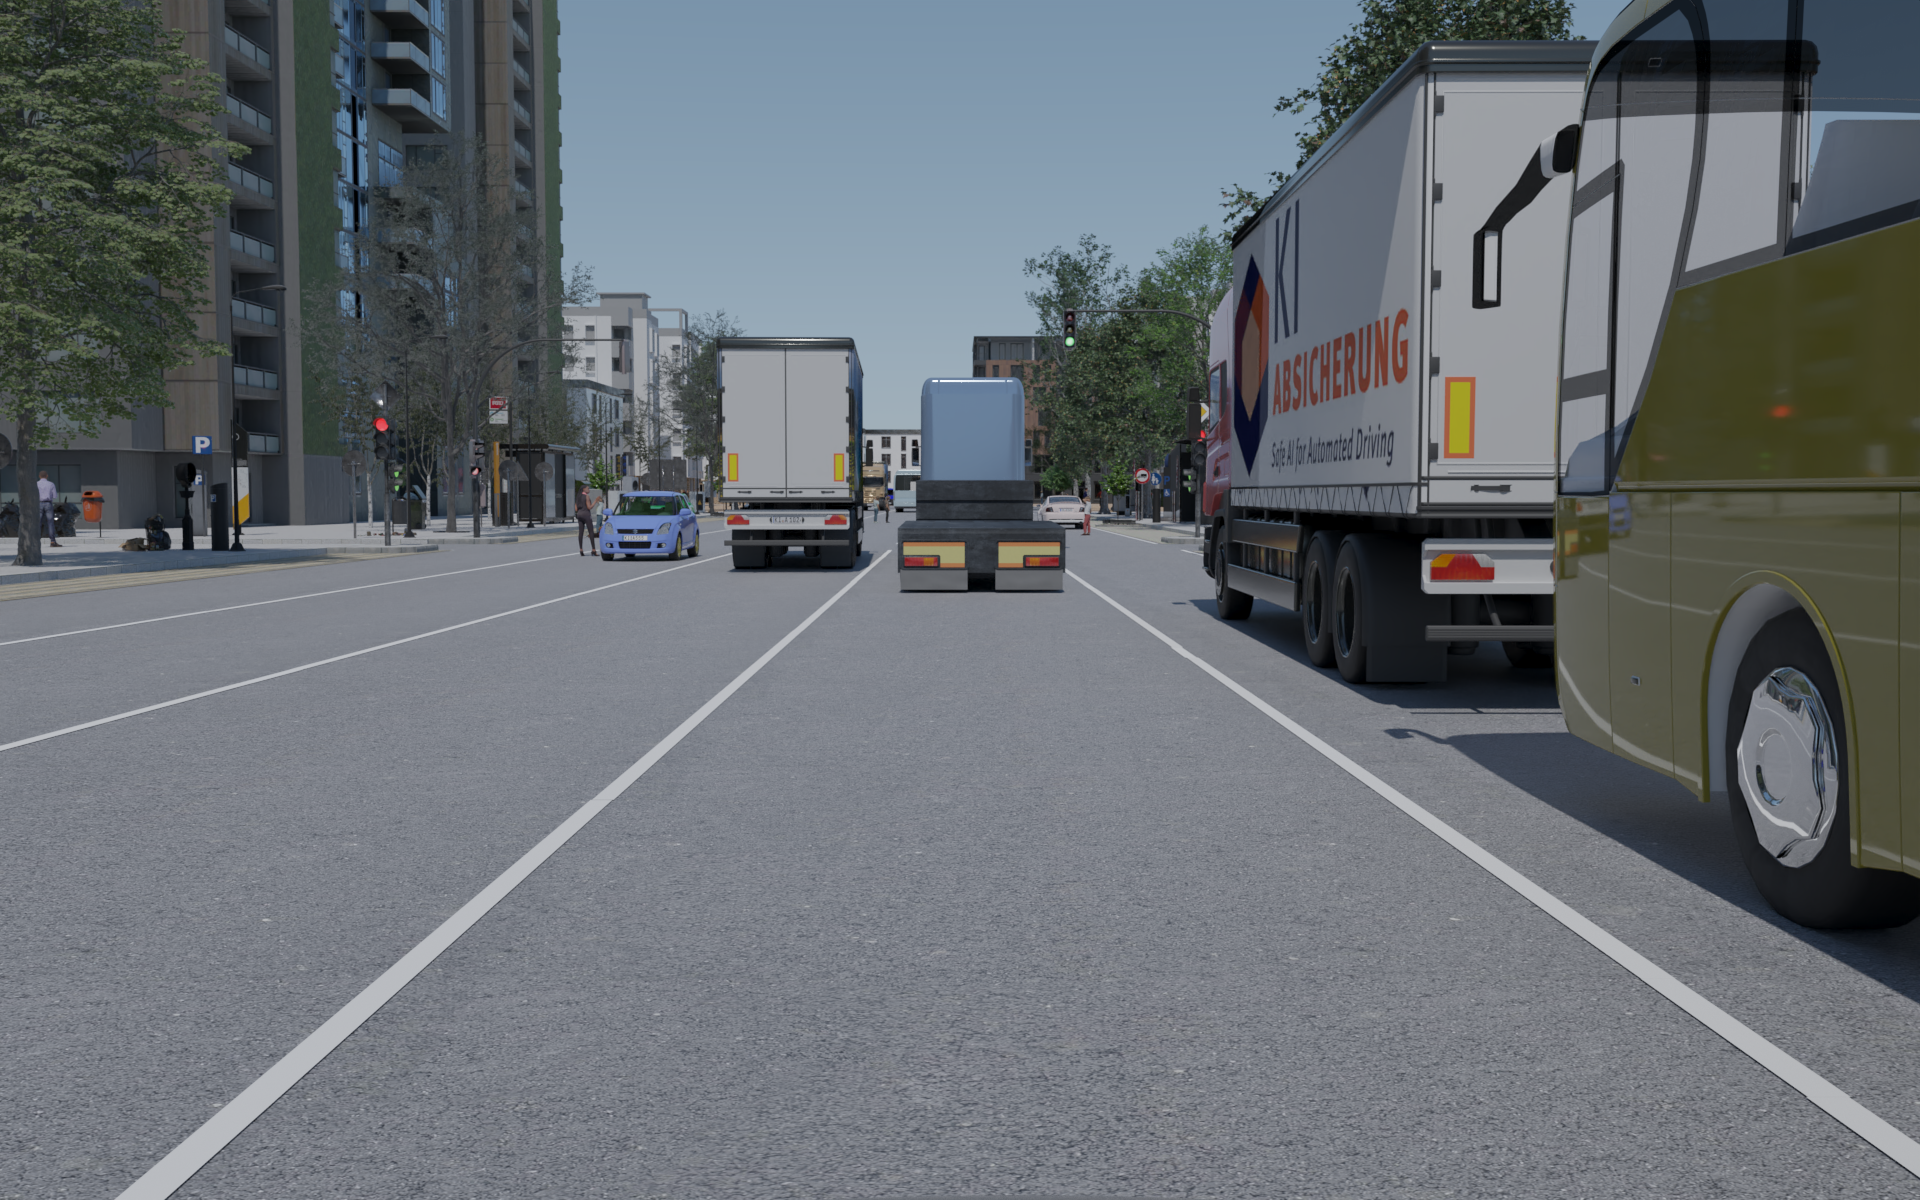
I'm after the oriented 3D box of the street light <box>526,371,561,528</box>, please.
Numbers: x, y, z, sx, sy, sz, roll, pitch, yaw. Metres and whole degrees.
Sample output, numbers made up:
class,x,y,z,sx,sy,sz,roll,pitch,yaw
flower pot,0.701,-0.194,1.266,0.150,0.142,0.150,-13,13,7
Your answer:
class,x,y,z,sx,sy,sz,roll,pitch,yaw
street light,-15.710,-5.677,65.367,1.470,5.913,1.316,0,4,0

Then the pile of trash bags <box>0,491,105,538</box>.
class,x,y,z,sx,sy,sz,roll,pitch,yaw
pile of trash bags,-26.685,-2.527,51.074,3.447,1.369,1.912,1,4,17

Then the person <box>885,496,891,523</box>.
class,x,y,z,sx,sy,sz,roll,pitch,yaw
person,-3.597,-4.527,86.418,0.340,1.345,0.435,-2,4,-28

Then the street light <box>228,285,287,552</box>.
class,x,y,z,sx,sy,sz,roll,pitch,yaw
street light,-15.659,-4.043,38.636,1.470,5.913,1.316,0,4,0

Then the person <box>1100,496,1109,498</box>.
class,x,y,z,sx,sy,sz,roll,pitch,yaw
person,14.989,-10.625,179.789,1.348,1.821,0.705,-3,5,-44

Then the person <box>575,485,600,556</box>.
class,x,y,z,sx,sy,sz,roll,pitch,yaw
person,-8.558,-1.829,39.882,0.593,1.643,0.415,-1,4,-9

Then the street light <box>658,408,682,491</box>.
class,x,y,z,sx,sy,sz,roll,pitch,yaw
street light,-15.684,-7.396,93.473,1.470,5.913,1.316,0,4,0

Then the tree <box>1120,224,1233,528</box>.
class,x,y,z,sx,sy,sz,roll,pitch,yaw
tree,9.934,-8.561,65.731,9.928,11.665,9.643,0,3,0

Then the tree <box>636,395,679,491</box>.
class,x,y,z,sx,sy,sz,roll,pitch,yaw
tree,-22.442,-10.569,123.160,4.360,8.622,3.978,0,3,0

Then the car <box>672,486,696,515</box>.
class,x,y,z,sx,sy,sz,roll,pitch,yaw
car,-11.710,-3.717,69.573,1.959,1.807,4.718,0,4,-2

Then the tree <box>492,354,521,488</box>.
class,x,y,z,sx,sy,sz,roll,pitch,yaw
tree,-23.673,-7.974,80.741,4.360,8.622,3.978,0,3,0

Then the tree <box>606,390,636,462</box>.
class,x,y,z,sx,sy,sz,roll,pitch,yaw
tree,-24.789,-10.158,116.444,4.360,8.622,3.978,0,3,0

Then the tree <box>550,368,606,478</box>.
class,x,y,z,sx,sy,sz,roll,pitch,yaw
tree,-22.963,-8.954,96.767,4.360,8.622,3.978,0,3,0

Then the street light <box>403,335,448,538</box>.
class,x,y,z,sx,sy,sz,roll,pitch,yaw
street light,-15.636,-4.781,50.708,1.470,5.913,1.316,0,4,0

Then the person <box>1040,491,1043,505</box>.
class,x,y,z,sx,sy,sz,roll,pitch,yaw
person,9.677,-12.039,205.427,0.705,1.814,1.350,0,4,7

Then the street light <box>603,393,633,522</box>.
class,x,y,z,sx,sy,sz,roll,pitch,yaw
street light,-15.674,-6.537,79.420,1.470,5.913,1.316,0,4,0

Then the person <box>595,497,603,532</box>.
class,x,y,z,sx,sy,sz,roll,pitch,yaw
person,-12.168,-2.806,58.283,0.340,1.345,0.435,-1,4,-10

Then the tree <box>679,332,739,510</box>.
class,x,y,z,sx,sy,sz,roll,pitch,yaw
tree,-17.471,-13.903,133.962,9.857,13.997,8.962,0,3,0

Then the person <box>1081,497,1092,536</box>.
class,x,y,z,sx,sy,sz,roll,pitch,yaw
person,4.370,-2.911,60.011,0.340,1.345,0.435,1,4,13

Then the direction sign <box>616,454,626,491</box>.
class,x,y,z,sx,sy,sz,roll,pitch,yaw
direction sign,-19.204,-6.499,98.257,0.379,3.537,0.876,2,4,28

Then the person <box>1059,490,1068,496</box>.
class,x,y,z,sx,sy,sz,roll,pitch,yaw
person,10.189,-10.056,170.457,1.348,1.824,0.705,2,4,31

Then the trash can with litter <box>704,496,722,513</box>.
class,x,y,z,sx,sy,sz,roll,pitch,yaw
trash can with litter,-16.996,-6.525,117.739,1.678,1.210,2.233,-1,4,-17

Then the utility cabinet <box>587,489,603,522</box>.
class,x,y,z,sx,sy,sz,roll,pitch,yaw
utility cabinet,-16.843,-4.325,79.399,0.318,1.500,1.173,1,4,22

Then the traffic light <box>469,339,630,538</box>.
class,x,y,z,sx,sy,sz,roll,pitch,yaw
traffic light,-12.064,-4.653,50.743,4.771,5.953,1.251,0,4,0

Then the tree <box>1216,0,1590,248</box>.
class,x,y,z,sx,sy,sz,roll,pitch,yaw
tree,9.919,-7.232,35.252,9.611,12.733,9.660,0,3,0

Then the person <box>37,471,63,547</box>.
class,x,y,z,sx,sy,sz,roll,pitch,yaw
person,-22.021,-2.190,41.718,0.709,1.838,0.599,-1,4,-18

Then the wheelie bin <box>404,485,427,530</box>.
class,x,y,z,sx,sy,sz,roll,pitch,yaw
wheelie bin,-19.666,-3.340,62.522,0.693,1.594,0.980,0,4,-2

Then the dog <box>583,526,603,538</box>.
class,x,y,z,sx,sy,sz,roll,pitch,yaw
dog,-11.844,-2.207,56.282,0.748,0.427,0.550,2,4,26

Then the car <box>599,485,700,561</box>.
class,x,y,z,sx,sy,sz,roll,pitch,yaw
car,-6.843,-1.756,38.307,1.945,1.707,3.694,0,4,0

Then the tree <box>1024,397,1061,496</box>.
class,x,y,z,sx,sy,sz,roll,pitch,yaw
tree,8.942,-14.162,165.958,8.767,10.594,7.601,-1,4,-10

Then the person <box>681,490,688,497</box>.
class,x,y,z,sx,sy,sz,roll,pitch,yaw
person,-21.160,-7.684,132.201,0.721,1.766,1.217,2,4,29

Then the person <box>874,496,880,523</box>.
class,x,y,z,sx,sy,sz,roll,pitch,yaw
person,-4.143,-4.484,85.721,0.435,1.345,0.340,2,4,31

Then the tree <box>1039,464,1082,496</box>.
class,x,y,z,sx,sy,sz,roll,pitch,yaw
tree,9.949,-11.975,179.504,4.285,4.588,4.351,0,3,0

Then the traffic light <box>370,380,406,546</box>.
class,x,y,z,sx,sy,sz,roll,pitch,yaw
traffic light,-14.133,-3.290,42.717,0.839,4.253,0.868,0,4,0

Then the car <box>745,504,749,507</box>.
class,x,y,z,sx,sy,sz,roll,pitch,yaw
car,-7.221,-3.343,66.659,2.014,1.417,4.499,0,4,1

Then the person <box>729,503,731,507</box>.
class,x,y,z,sx,sy,sz,roll,pitch,yaw
person,-23.789,-10.563,178.753,0.705,1.823,1.348,0,4,3

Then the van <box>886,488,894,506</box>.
class,x,y,z,sx,sy,sz,roll,pitch,yaw
van,-7.147,-10.435,174.995,2.240,2.365,5.245,0,4,-1

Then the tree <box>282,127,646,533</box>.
class,x,y,z,sx,sy,sz,roll,pitch,yaw
tree,-16.786,-8.986,57.284,12.009,13.543,11.850,0,3,0

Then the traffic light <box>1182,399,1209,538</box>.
class,x,y,z,sx,sy,sz,roll,pitch,yaw
traffic light,6.966,-3.783,50.778,0.839,4.253,0.868,0,4,0

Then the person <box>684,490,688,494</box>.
class,x,y,z,sx,sy,sz,roll,pitch,yaw
person,-24.989,-9.232,157.781,0.742,1.727,0.445,1,4,22

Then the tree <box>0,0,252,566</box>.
class,x,y,z,sx,sy,sz,roll,pitch,yaw
tree,-16.858,-6.918,31.230,7.486,12.596,7.792,0,3,0

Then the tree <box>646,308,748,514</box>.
class,x,y,z,sx,sy,sz,roll,pitch,yaw
tree,-16.400,-12.469,114.246,12.009,13.543,11.850,0,3,0

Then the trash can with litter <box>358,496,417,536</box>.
class,x,y,z,sx,sy,sz,roll,pitch,yaw
trash can with litter,-17.720,-2.598,53.538,1.678,1.210,2.233,3,5,42

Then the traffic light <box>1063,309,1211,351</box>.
class,x,y,z,sx,sy,sz,roll,pitch,yaw
traffic light,4.897,-4.158,42.646,4.771,5.953,1.251,0,4,0

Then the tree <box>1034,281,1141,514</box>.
class,x,y,z,sx,sy,sz,roll,pitch,yaw
tree,9.809,-10.610,90.483,9.611,12.733,9.660,0,3,0

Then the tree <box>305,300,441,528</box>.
class,x,y,z,sx,sy,sz,roll,pitch,yaw
tree,-22.312,-7.020,65.140,4.360,8.622,3.978,0,3,0

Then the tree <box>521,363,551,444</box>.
class,x,y,z,sx,sy,sz,roll,pitch,yaw
tree,-24.008,-8.478,88.980,4.360,8.622,3.978,0,3,0

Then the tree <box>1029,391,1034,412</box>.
class,x,y,z,sx,sy,sz,roll,pitch,yaw
tree,9.181,-11.802,109.974,9.611,12.733,9.660,0,3,0

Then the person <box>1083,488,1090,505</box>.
class,x,y,z,sx,sy,sz,roll,pitch,yaw
person,8.881,-7.017,121.470,0.504,1.737,0.576,0,4,-2

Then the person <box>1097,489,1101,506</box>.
class,x,y,z,sx,sy,sz,roll,pitch,yaw
person,15.058,-10.916,184.474,1.348,1.831,0.705,3,5,44

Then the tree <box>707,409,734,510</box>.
class,x,y,z,sx,sy,sz,roll,pitch,yaw
tree,-16.162,-10.679,124.959,4.360,8.622,3.978,0,3,0

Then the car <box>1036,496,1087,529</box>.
class,x,y,z,sx,sy,sz,roll,pitch,yaw
car,4.226,-3.631,71.728,2.083,1.381,4.827,0,4,-1

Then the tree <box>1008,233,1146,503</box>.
class,x,y,z,sx,sy,sz,roll,pitch,yaw
tree,10.082,-16.395,123.942,12.611,20.169,13.585,0,3,0

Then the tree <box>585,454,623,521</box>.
class,x,y,z,sx,sy,sz,roll,pitch,yaw
tree,-17.211,-5.400,82.894,1.663,3.219,1.824,0,3,0

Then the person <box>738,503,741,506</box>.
class,x,y,z,sx,sy,sz,roll,pitch,yaw
person,-24.069,-11.209,188.936,0.705,1.869,1.348,0,4,3

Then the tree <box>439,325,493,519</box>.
class,x,y,z,sx,sy,sz,roll,pitch,yaw
tree,-21.442,-7.302,69.754,4.360,8.622,3.978,0,3,0
